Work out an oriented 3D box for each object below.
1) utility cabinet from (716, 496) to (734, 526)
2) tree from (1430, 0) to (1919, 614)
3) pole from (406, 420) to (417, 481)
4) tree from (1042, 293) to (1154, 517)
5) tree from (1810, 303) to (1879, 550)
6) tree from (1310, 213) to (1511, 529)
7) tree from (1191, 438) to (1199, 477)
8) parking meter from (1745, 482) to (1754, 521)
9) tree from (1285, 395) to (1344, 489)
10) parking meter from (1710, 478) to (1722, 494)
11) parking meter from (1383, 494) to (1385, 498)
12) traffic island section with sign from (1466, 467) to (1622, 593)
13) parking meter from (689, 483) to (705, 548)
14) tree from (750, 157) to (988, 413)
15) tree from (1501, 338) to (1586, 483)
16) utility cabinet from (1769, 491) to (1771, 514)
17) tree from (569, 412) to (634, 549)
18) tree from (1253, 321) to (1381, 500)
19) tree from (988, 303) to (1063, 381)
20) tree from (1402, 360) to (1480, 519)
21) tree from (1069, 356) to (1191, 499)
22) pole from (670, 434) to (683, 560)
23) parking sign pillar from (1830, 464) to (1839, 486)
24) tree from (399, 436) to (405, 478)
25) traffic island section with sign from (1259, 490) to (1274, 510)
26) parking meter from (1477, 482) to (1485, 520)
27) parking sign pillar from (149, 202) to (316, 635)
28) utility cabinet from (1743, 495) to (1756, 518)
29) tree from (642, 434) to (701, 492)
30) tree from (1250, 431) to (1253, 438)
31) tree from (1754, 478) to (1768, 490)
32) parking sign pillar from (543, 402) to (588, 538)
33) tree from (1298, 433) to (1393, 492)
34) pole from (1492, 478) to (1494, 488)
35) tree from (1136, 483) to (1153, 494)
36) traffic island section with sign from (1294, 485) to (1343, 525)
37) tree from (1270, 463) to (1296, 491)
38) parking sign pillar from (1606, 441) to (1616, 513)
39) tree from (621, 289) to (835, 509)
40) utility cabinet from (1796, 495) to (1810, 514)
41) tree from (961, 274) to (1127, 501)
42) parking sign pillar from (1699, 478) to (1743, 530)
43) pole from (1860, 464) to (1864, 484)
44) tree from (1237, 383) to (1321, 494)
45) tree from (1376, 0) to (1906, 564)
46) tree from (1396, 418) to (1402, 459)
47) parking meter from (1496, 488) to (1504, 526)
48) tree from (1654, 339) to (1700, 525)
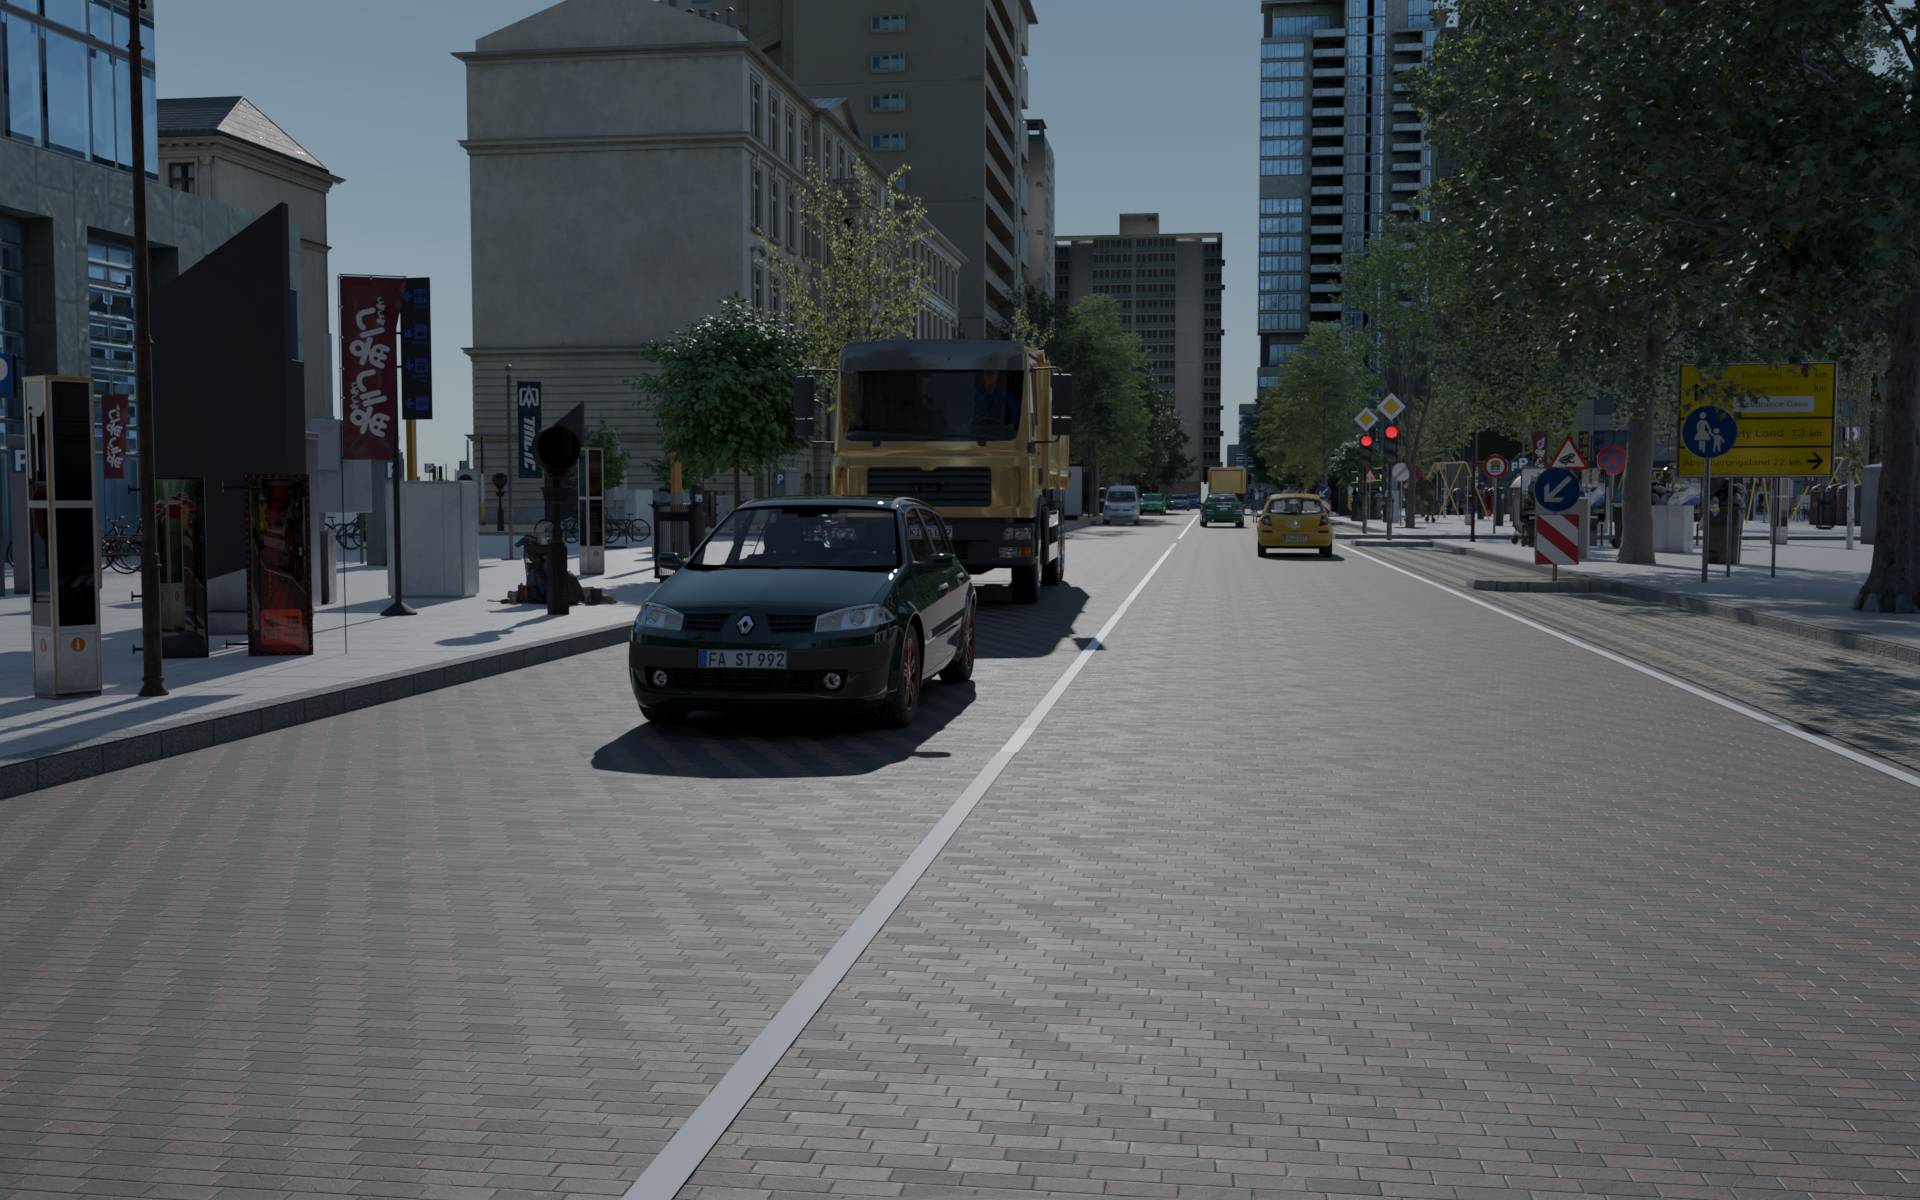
[{"bbox_3d":[-9.038,-3.371,66.274,1.020,1.237,0.306,0,4,5],"label":"utility cabinet"},{"bbox_3d":[10.230,-6.207,18.485,9.611,12.733,9.660,0,3,0],"label":"tree"},{"bbox_3d":[-11.353,-2.571,35.886,0.158,3.312,0.155,0,3,0],"label":"pole"},{"bbox_3d":[7.369,-11.030,98.464,7.486,12.596,7.792,0,3,0],"label":"tree"},{"bbox_3d":[20.222,-5.458,39.594,4.360,8.622,3.978,0,3,0],"label":"tree"},{"bbox_3d":[16.795,-8.466,64.167,9.928,11.665,9.643,0,3,0],"label":"tree"},{"bbox_3d":[18.288,-15.817,175.609,9.611,12.733,9.660,0,3,0],"label":"tree"},{"bbox_3d":[38.008,-4.750,83.372,0.255,1.863,0.399,0,4,1],"label":"parking meter"},{"bbox_3d":[25.214,-10.464,121.441,4.737,8.622,4.395,0,3,0],"label":"tree"},{"bbox_3d":[19.492,-2.384,44.682,0.255,1.863,0.399,3,5,44],"label":"parking meter"},{"bbox_3d":[23.654,-5.516,95.900,0.399,1.863,0.255,-1,4,-22],"label":"parking meter"},{"bbox_3d":[8.712,-1.065,26.040,1.989,1.847,2.006,1,4,8],"label":"traffic island section with sign"},{"bbox_3d":[-6.306,-2.030,41.605,0.372,1.533,0.369,0,3,0],"label":"parking meter"},{"bbox_3d":[-2.310,-5.308,37.154,4.360,8.622,3.978,0,3,0],"label":"tree"},{"bbox_3d":[25.441,-7.617,74.900,4.737,8.622,4.395,0,3,0],"label":"tree"},{"bbox_3d":[50.668,-6.043,107.480,0.318,1.500,1.173,0,4,-5],"label":"utility cabinet"},{"bbox_3d":[-8.517,-2.824,40.778,1.663,3.219,1.824,0,3,0],"label":"tree"},{"bbox_3d":[23.894,-11.983,114.047,7.486,12.596,7.792,0,3,0],"label":"tree"},{"bbox_3d":[1.715,-7.082,66.146,4.360,8.622,3.978,0,3,0],"label":"tree"},{"bbox_3d":[25.488,-8.595,90.887,4.360,8.622,3.978,0,3,0],"label":"tree"},{"bbox_3d":[13.136,-13.518,138.031,9.611,12.733,9.660,0,3,0],"label":"tree"},{"bbox_3d":[-5.292,-2.351,32.282,0.158,3.312,0.155,0,3,0],"label":"pole"},{"bbox_3d":[55.713,-7.458,110.413,1.447,3.967,1.447,2,4,30],"label":"parking sign pillar"},{"bbox_3d":[-15.970,-3.293,48.440,1.663,3.219,1.824,0,3,0],"label":"tree"},{"bbox_3d":[28.019,-9.093,157.297,1.989,1.847,2.006,1,4,8],"label":"traffic island section with sign"},{"bbox_3d":[26.246,-4.987,87.250,0.255,1.863,0.399,3,4,37],"label":"parking meter"},{"bbox_3d":[-6.877,-1.702,16.293,1.447,3.967,1.447,0,4,3],"label":"parking sign pillar"},{"bbox_3d":[42.482,-5.047,93.681,1.020,1.237,0.306,0,4,-6],"label":"utility cabinet"},{"bbox_3d":[-7.827,-3.302,48.583,1.663,3.219,1.824,0,3,0],"label":"tree"},{"bbox_3d":[28.929,-14.202,150.325,7.486,12.596,7.792,0,3,0],"label":"tree"},{"bbox_3d":[46.288,-9.018,97.801,4.737,8.622,4.395,0,3,0],"label":"tree"},{"bbox_3d":[-11.605,-3.832,51.125,1.447,3.967,1.447,1,4,18],"label":"parking sign pillar"},{"bbox_3d":[21.117,-6.608,91.761,4.285,4.588,4.351,0,3,0],"label":"tree"},{"bbox_3d":[35.616,-7.446,115.586,0.158,3.312,0.155,0,3,0],"label":"pole"},{"bbox_3d":[20.695,-14.532,187.964,4.360,8.622,3.978,0,3,0],"label":"tree"},{"bbox_3d":[16.694,-4.385,80.319,1.989,1.847,2.006,1,4,8],"label":"traffic island section with sign"},{"bbox_3d":[31.165,-10.823,160.667,4.285,4.588,4.351,0,3,0],"label":"tree"},{"bbox_3d":[32.735,-6.064,87.617,1.447,3.967,1.447,2,4,35],"label":"parking sign pillar"},{"bbox_3d":[-3.699,-2.701,27.873,4.285,4.588,4.351,0,3,0],"label":"tree"},{"bbox_3d":[55.287,-6.264,113.576,1.020,1.237,0.306,-2,4,-27],"label":"utility cabinet"},{"bbox_3d":[3.667,-8.514,73.619,7.601,10.594,8.767,2,4,32],"label":"tree"},{"bbox_3d":[26.977,-4.455,61.308,1.447,3.967,1.447,0,4,4],"label":"parking sign pillar"},{"bbox_3d":[56.551,-7.023,108.674,0.158,3.312,0.155,0,3,0],"label":"pole"},{"bbox_3d":[36.380,-17.642,195.103,9.857,13.997,8.962,0,3,0],"label":"tree"},{"bbox_3d":[12.637,-7.647,31.687,9.857,13.997,8.962,0,3,0],"label":"tree"},{"bbox_3d":[33.726,-10.727,125.742,4.360,8.622,3.978,0,3,0],"label":"tree"},{"bbox_3d":[21.603,-3.731,69.420,0.372,1.533,0.369,0,3,0],"label":"parking meter"},{"bbox_3d":[28.499,-7.119,66.765,4.360,8.622,3.978,0,3,0],"label":"tree"}]
